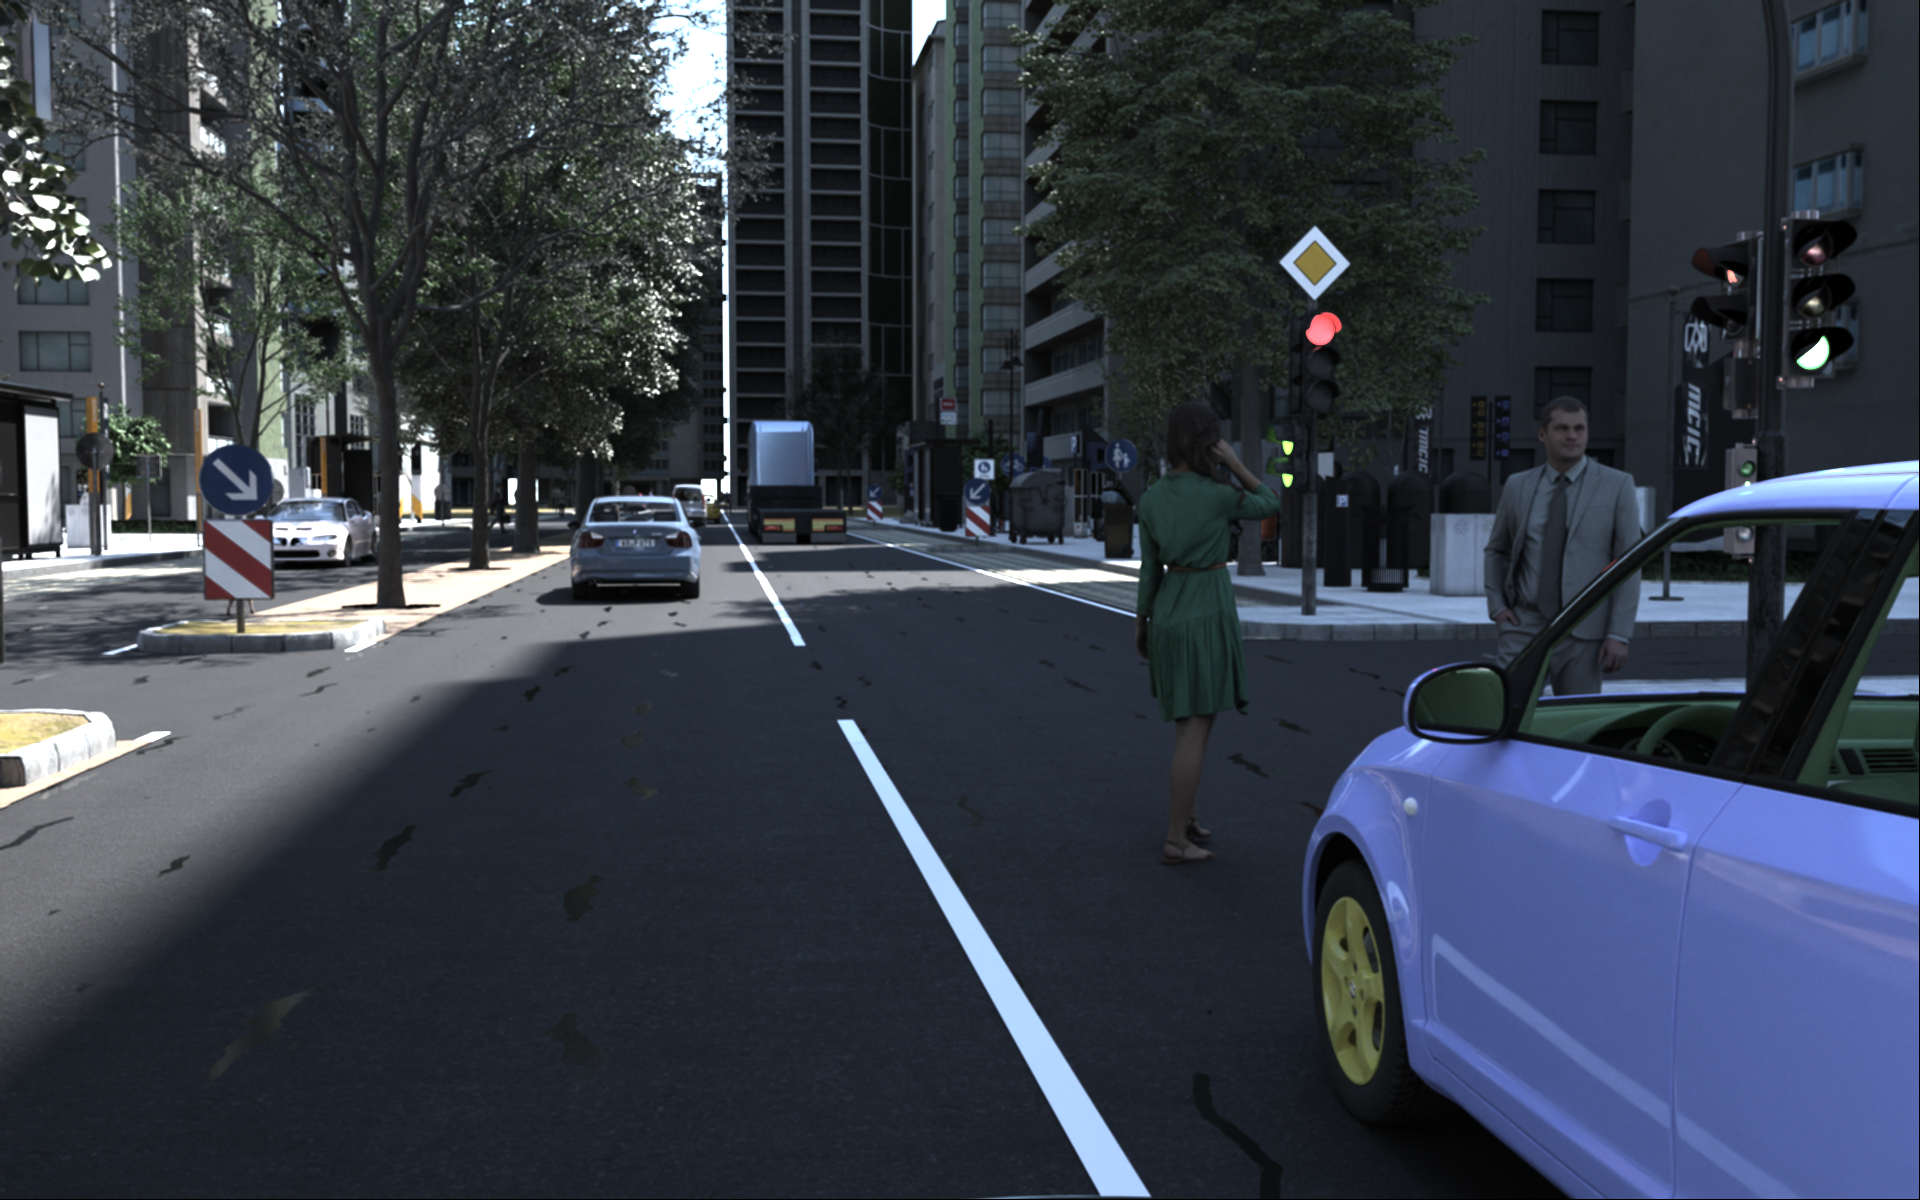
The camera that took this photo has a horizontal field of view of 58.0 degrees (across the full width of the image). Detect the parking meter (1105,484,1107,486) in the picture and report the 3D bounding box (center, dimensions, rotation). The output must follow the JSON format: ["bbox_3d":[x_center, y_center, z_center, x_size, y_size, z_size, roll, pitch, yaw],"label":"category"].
[{"bbox_3d":[3.830,-2.150,43.559,0.372,1.533,0.369,0,3,0],"label":"parking meter"}]

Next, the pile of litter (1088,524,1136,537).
[{"bbox_3d":[4.602,-2.306,51.671,1.176,0.858,1.719,-3,5,-45],"label":"pile of litter"}]

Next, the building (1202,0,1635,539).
[{"bbox_3d":[15.033,-17.380,55.865,14.160,30.474,14.107,-1,4,-8],"label":"building"}]

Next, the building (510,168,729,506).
[{"bbox_3d":[-38.551,-30.882,196.798,23.993,40.220,32.217,-1,4,-8],"label":"building"}]

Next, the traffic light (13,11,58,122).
[{"bbox_3d":[-11.004,-2.538,16.166,4.771,5.953,1.251,-1,4,-8],"label":"traffic light"}]

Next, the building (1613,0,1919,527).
[{"bbox_3d":[27.625,-25.408,39.123,21.600,48.544,21.300,-1,4,-8],"label":"building"}]

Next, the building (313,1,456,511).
[{"bbox_3d":[-55.562,-33.635,139.166,27.495,52.752,28.713,-1,4,-8],"label":"building"}]

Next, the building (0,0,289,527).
[{"bbox_3d":[-37.171,-23.729,71.561,14.154,41.232,14.086,-1,4,-8],"label":"building"}]

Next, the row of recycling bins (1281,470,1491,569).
[{"bbox_3d":[7.355,-1.398,29.965,3.534,1.692,1.069,1,4,8],"label":"row of recycling bins"}]

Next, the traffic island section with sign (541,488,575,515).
[{"bbox_3d":[-27.310,-6.650,117.361,1.989,1.847,2.006,-1,4,-8],"label":"traffic island section with sign"}]

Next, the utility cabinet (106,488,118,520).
[{"bbox_3d":[-31.304,-3.327,63.069,1.173,1.500,0.318,1,4,11],"label":"utility cabinet"}]

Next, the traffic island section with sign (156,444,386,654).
[{"bbox_3d":[-6.718,-0.513,16.530,2.006,1.907,1.989,-1,4,-8],"label":"traffic island section with sign"}]

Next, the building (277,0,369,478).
[{"bbox_3d":[-47.705,-48.194,100.642,22.319,86.520,31.000,-1,4,-8],"label":"building"}]

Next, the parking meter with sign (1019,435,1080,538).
[{"bbox_3d":[2.611,-3.347,50.988,1.738,3.016,0.543,-1,4,-16],"label":"parking meter with sign"}]

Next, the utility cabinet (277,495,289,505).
[{"bbox_3d":[-30.043,-4.011,76.739,0.306,1.237,1.020,1,4,17],"label":"utility cabinet"}]

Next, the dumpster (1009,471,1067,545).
[{"bbox_3d":[2.013,-2.378,44.638,1.264,1.857,1.865,0,4,-8],"label":"dumpster"}]

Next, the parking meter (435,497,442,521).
[{"bbox_3d":[-24.944,-4.563,83.015,0.372,1.533,0.369,0,3,0],"label":"parking meter"}]

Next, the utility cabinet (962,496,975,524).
[{"bbox_3d":[0.489,-3.846,74.051,0.306,1.237,1.020,3,5,44],"label":"utility cabinet"}]

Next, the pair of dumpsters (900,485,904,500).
[{"bbox_3d":[-1.836,-4.896,82.535,1.574,2.255,4.437,0,4,-8],"label":"pair of dumpsters"}]

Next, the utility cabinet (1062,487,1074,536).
[{"bbox_3d":[2.981,-2.683,52.547,0.318,1.500,1.173,-3,4,-38],"label":"utility cabinet"}]

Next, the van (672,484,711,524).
[{"bbox_3d":[-12.515,-4.456,79.871,2.013,2.044,4.112,0,4,-8],"label":"van"}]

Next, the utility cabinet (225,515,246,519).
[{"bbox_3d":[-26.404,-3.191,63.330,1.020,1.237,0.306,1,4,21],"label":"utility cabinet"}]

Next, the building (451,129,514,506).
[{"bbox_3d":[-60.218,-34.455,187.037,21.600,48.544,21.300,-1,4,-8],"label":"building"}]

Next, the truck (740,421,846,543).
[{"bbox_3d":[-5.749,-4.183,58.154,2.967,4.110,18.799,0,4,-8],"label":"truck"}]

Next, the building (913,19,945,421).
[{"bbox_3d":[8.221,-37.400,200.723,27.495,52.752,28.713,-1,4,-8],"label":"building"}]

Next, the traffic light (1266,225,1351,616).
[{"bbox_3d":[3.677,-1.793,18.242,0.839,4.253,0.868,-1,4,-8],"label":"traffic light"}]

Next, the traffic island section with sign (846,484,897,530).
[{"bbox_3d":[-3.602,-3.718,69.418,1.989,1.847,2.006,-1,4,-8],"label":"traffic island section with sign"}]

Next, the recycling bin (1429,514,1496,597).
[{"bbox_3d":[6.410,-0.575,21.951,0.722,1.027,0.722,0,4,-2],"label":"recycling bin"}]

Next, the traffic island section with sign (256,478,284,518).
[{"bbox_3d":[-16.346,-1.970,40.843,1.989,1.847,2.006,-1,4,-8],"label":"traffic island section with sign"}]

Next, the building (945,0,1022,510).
[{"bbox_3d":[5.707,-26.932,123.938,14.154,41.232,14.086,-1,4,-8],"label":"building"}]

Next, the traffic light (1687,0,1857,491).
[{"bbox_3d":[2.751,-2.155,9.901,4.771,5.953,1.251,-1,4,-8],"label":"traffic light"}]

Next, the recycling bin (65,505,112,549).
[{"bbox_3d":[-20.710,-1.750,41.164,0.722,1.027,0.722,0,4,7],"label":"recycling bin"}]

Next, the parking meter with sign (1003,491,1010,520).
[{"bbox_3d":[2.223,-5.395,84.469,1.738,3.016,0.543,0,4,0],"label":"parking meter with sign"}]

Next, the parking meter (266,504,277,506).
[{"bbox_3d":[-19.673,-2.518,49.579,0.372,1.533,0.369,0,3,0],"label":"parking meter"}]

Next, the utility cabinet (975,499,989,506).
[{"bbox_3d":[0.987,-3.827,71.258,0.318,1.500,1.173,2,4,25],"label":"utility cabinet"}]

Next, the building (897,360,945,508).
[{"bbox_3d":[7.305,-50.974,146.100,22.319,86.520,31.000,-1,4,-8],"label":"building"}]

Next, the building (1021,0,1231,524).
[{"bbox_3d":[15.357,-28.170,84.281,21.300,48.544,21.600,-1,4,-8],"label":"building"}]

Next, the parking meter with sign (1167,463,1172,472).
[{"bbox_3d":[5.355,-2.851,42.879,0.543,3.016,1.738,0,4,-5],"label":"parking meter with sign"}]

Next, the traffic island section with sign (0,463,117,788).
[{"bbox_3d":[-5.676,-0.065,9.196,2.006,1.907,1.989,-1,4,-8],"label":"traffic island section with sign"}]

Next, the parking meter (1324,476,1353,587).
[{"bbox_3d":[5.245,-0.955,24.023,0.372,1.533,0.369,0,3,0],"label":"parking meter"}]

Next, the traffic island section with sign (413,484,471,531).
[{"bbox_3d":[-20.170,-3.602,67.527,1.989,1.847,2.006,-1,4,-8],"label":"traffic island section with sign"}]

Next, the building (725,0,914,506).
[{"bbox_3d":[-15.563,-46.140,192.642,20.611,71.187,20.563,-1,4,-8],"label":"building"}]

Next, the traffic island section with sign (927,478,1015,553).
[{"bbox_3d":[0.212,-2.086,42.733,1.989,1.847,2.006,-1,4,-8],"label":"traffic island section with sign"}]
